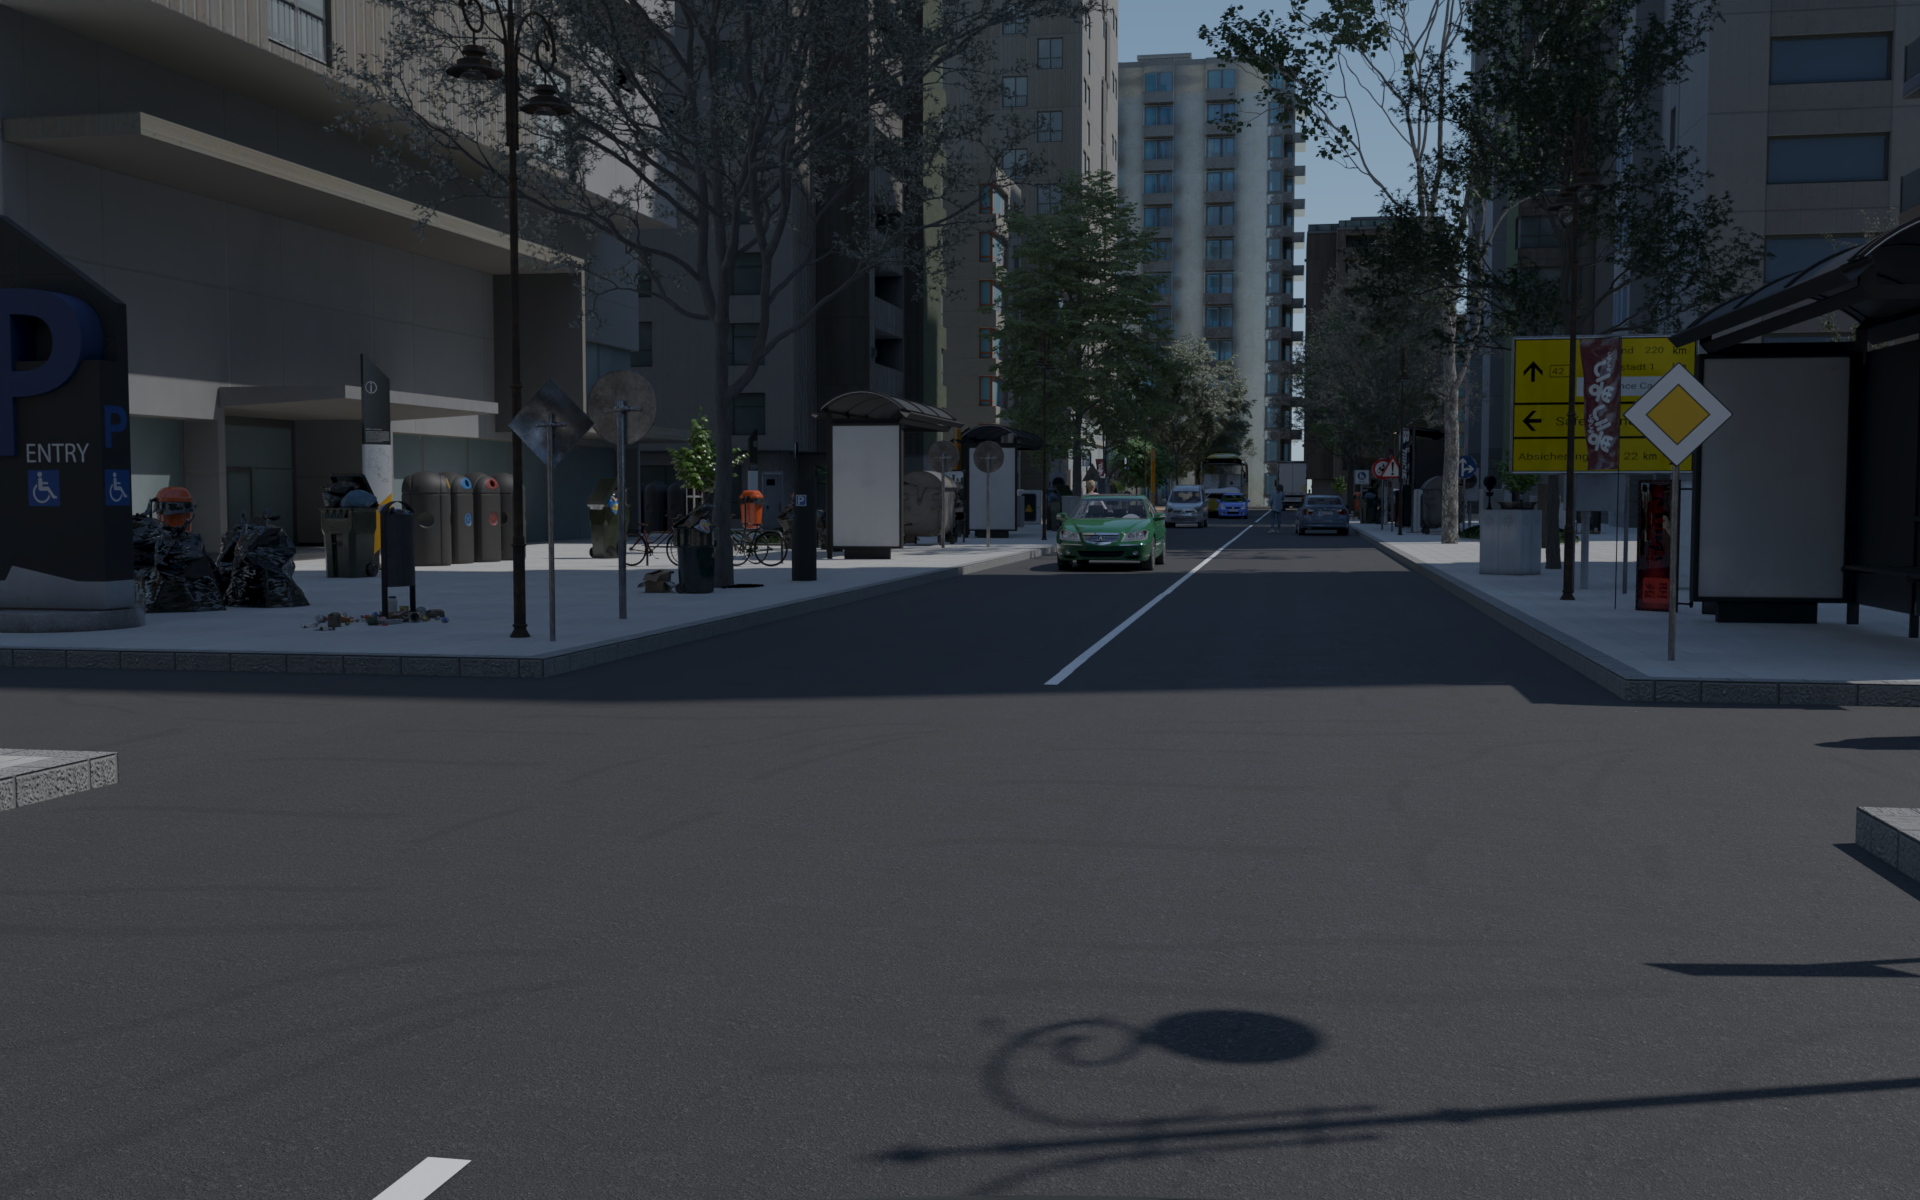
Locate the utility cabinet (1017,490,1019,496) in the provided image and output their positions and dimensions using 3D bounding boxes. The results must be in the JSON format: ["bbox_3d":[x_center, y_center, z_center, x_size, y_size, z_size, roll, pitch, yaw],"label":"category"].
[{"bbox_3d":[2.742,-4.842,87.840,1.173,1.500,0.318,3,4,37],"label":"utility cabinet"}]

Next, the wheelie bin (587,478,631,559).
[{"bbox_3d":[-7.017,-1.634,34.631,0.693,1.594,0.980,-3,5,-45],"label":"wheelie bin"}]

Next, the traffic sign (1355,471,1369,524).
[{"bbox_3d":[17.169,-4.398,74.043,0.606,2.300,0.079,1,4,15],"label":"traffic sign"}]

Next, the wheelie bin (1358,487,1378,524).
[{"bbox_3d":[17.711,-4.113,75.152,0.693,1.594,0.980,-2,4,-24],"label":"wheelie bin"}]

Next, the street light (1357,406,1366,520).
[{"bbox_3d":[20.008,-6.963,86.633,0.468,5.910,1.993,1,4,11],"label":"street light"}]

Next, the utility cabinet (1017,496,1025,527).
[{"bbox_3d":[2.078,-3.456,67.665,0.306,1.237,1.020,-3,5,-41],"label":"utility cabinet"}]

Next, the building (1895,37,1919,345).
[{"bbox_3d":[23.877,-22.903,24.571,14.200,45.320,14.600,1,4,11],"label":"building"}]

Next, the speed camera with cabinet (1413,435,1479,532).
[{"bbox_3d":[16.278,-3.893,57.991,2.038,3.252,0.660,0,4,4],"label":"speed camera with cabinet"}]

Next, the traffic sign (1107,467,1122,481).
[{"bbox_3d":[7.189,-4.948,81.009,0.768,2.556,0.104,1,4,17],"label":"traffic sign"}]

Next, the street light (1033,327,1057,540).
[{"bbox_3d":[2.351,-4.611,48.172,0.468,5.910,1.993,1,4,11],"label":"street light"}]

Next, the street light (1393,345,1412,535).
[{"bbox_3d":[13.719,-4.956,53.815,0.468,5.910,1.993,1,4,11],"label":"street light"}]

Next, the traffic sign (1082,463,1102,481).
[{"bbox_3d":[5.547,-4.450,72.760,0.884,2.594,0.081,1,4,19],"label":"traffic sign"}]

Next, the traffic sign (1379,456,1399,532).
[{"bbox_3d":[14.561,-3.566,58.316,0.884,2.594,0.081,1,4,20],"label":"traffic sign"}]

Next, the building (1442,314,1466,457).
[{"bbox_3d":[65.665,-20.785,184.874,28.899,21.520,27.650,1,4,11],"label":"building"}]

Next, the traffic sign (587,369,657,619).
[{"bbox_3d":[-3.467,-1.078,17.736,0.768,2.556,0.104,1,4,12],"label":"traffic sign"}]

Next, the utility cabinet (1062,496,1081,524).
[{"bbox_3d":[3.760,-2.881,58.263,0.306,1.237,1.020,2,4,27],"label":"utility cabinet"}]

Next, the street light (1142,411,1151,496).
[{"bbox_3d":[8.659,-6.618,80.987,0.468,5.910,1.993,1,4,11],"label":"street light"}]

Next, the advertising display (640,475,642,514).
[{"bbox_3d":[-10.565,-3.030,54.755,0.974,1.923,0.123,-1,4,-9],"label":"advertising display"}]

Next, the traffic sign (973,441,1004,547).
[{"bbox_3d":[0.678,-2.538,41.603,0.768,2.556,0.104,1,4,16],"label":"traffic sign"}]

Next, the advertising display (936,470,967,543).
[{"bbox_3d":[-0.239,-2.499,46.080,0.974,1.923,0.123,3,4,37],"label":"advertising display"}]

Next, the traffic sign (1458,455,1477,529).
[{"bbox_3d":[16.664,-3.494,57.234,0.768,2.556,0.104,1,4,18],"label":"traffic sign"}]

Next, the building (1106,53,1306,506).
[{"bbox_3d":[22.491,-34.970,191.359,30.456,49.044,23.786,1,4,11],"label":"building"}]

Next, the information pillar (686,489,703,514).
[{"bbox_3d":[-6.808,-2.442,44.422,0.304,2.012,0.304,3,5,39],"label":"information pillar"}]

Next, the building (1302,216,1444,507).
[{"bbox_3d":[43.462,-25.154,182.974,14.107,30.474,14.160,1,4,11],"label":"building"}]

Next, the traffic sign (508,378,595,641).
[{"bbox_3d":[-3.547,-0.697,15.031,0.795,2.450,0.064,1,4,11],"label":"traffic sign"}]

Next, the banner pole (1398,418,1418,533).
[{"bbox_3d":[14.813,-4.116,57.308,0.863,3.779,0.401,-2,4,-27],"label":"banner pole"}]

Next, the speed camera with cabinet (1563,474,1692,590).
[{"bbox_3d":[9.251,-1.774,23.337,2.038,3.252,0.660,0,4,5],"label":"speed camera with cabinet"}]

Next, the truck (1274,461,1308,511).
[{"bbox_3d":[28.879,-9.911,150.960,2.839,4.237,11.283,1,4,10],"label":"truck"}]

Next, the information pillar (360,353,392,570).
[{"bbox_3d":[-9.790,-2.305,29.040,0.183,3.616,0.504,3,5,45],"label":"information pillar"}]

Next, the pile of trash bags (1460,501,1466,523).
[{"bbox_3d":[21.768,-4.155,77.692,1.912,1.369,3.447,0,4,-3],"label":"pile of trash bags"}]

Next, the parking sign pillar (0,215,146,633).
[{"bbox_3d":[-8.643,-1.718,16.565,1.447,3.967,1.447,1,4,12],"label":"parking sign pillar"}]

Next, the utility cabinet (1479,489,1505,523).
[{"bbox_3d":[23.314,-4.113,75.924,1.173,1.500,0.318,-2,4,-25],"label":"utility cabinet"}]

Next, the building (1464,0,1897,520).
[{"bbox_3d":[43.779,-34.820,111.304,21.231,58.520,28.212,1,4,11],"label":"building"}]

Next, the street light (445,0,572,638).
[{"bbox_3d":[-3.945,-2.603,15.355,0.468,5.910,1.993,1,4,11],"label":"street light"}]

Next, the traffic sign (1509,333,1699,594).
[{"bbox_3d":[8.231,-1.734,22.227,2.265,3.308,0.079,1,4,12],"label":"traffic sign"}]

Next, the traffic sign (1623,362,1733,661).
[{"bbox_3d":[5.481,-0.590,13.290,0.795,2.450,0.064,1,4,11],"label":"traffic sign"}]

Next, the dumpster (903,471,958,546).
[{"bbox_3d":[-0.830,-2.302,43.395,1.264,1.857,1.865,1,4,11],"label":"dumpster"}]

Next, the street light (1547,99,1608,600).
[{"bbox_3d":[7.365,-2.938,20.816,0.468,5.910,1.993,1,4,11],"label":"street light"}]

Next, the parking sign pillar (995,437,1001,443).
[{"bbox_3d":[1.050,-5.090,71.686,1.447,3.967,1.447,-2,4,-30],"label":"parking sign pillar"}]

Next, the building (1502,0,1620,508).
[{"bbox_3d":[35.955,-19.563,91.556,14.160,30.474,14.107,1,4,11],"label":"building"}]

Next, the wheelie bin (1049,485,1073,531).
[{"bbox_3d":[3.484,-3.172,59.775,0.980,1.594,0.693,-3,4,-36],"label":"wheelie bin"}]

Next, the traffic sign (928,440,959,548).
[{"bbox_3d":[-0.401,-2.506,41.080,0.768,2.556,0.104,1,4,12],"label":"traffic sign"}]

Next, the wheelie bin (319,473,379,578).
[{"bbox_3d":[-9.386,-1.146,26.648,0.980,1.594,0.693,1,4,19],"label":"wheelie bin"}]

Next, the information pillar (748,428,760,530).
[{"bbox_3d":[-7.353,-4.293,61.551,0.183,3.616,0.504,2,4,31],"label":"information pillar"}]

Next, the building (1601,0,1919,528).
[{"bbox_3d":[35.934,-31.931,64.078,21.231,58.520,28.212,1,4,11],"label":"building"}]

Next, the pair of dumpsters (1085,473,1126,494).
[{"bbox_3d":[6.568,-4.647,78.469,1.574,2.255,4.437,1,4,11],"label":"pair of dumpsters"}]

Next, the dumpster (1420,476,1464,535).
[{"bbox_3d":[15.396,-3.029,55.284,1.264,1.857,1.865,1,4,11],"label":"dumpster"}]

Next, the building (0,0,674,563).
[{"bbox_3d":[-23.034,-27.507,38.984,28.713,52.752,27.495,1,4,11],"label":"building"}]

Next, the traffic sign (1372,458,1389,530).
[{"bbox_3d":[15.088,-3.775,61.827,0.768,2.556,0.104,1,4,12],"label":"traffic sign"}]

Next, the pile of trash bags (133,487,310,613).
[{"bbox_3d":[-8.999,-0.650,20.387,1.912,1.369,3.447,-2,4,-35],"label":"pile of trash bags"}]

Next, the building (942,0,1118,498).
[{"bbox_3d":[-1.054,-34.021,145.486,27.495,52.752,28.713,1,4,11],"label":"building"}]

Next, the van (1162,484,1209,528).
[{"bbox_3d":[9.753,-4.130,74.535,2.013,2.044,4.112,1,4,12],"label":"van"}]

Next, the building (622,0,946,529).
[{"bbox_3d":[-8.778,-18.202,69.312,14.160,30.474,14.107,1,4,11],"label":"building"}]

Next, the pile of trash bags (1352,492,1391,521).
[{"bbox_3d":[19.949,-4.486,83.098,1.912,1.369,3.447,-2,4,-23],"label":"pile of trash bags"}]

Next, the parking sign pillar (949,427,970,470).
[{"bbox_3d":[-0.210,-4.981,69.908,1.447,3.967,1.447,1,4,13],"label":"parking sign pillar"}]

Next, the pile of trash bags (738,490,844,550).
[{"bbox_3d":[-3.799,-1.924,41.213,3.447,1.369,1.912,2,4,27],"label":"pile of trash bags"}]

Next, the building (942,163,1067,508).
[{"bbox_3d":[-8.985,-16.047,107.416,27.650,21.520,28.899,1,4,11],"label":"building"}]

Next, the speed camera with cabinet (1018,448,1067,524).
[{"bbox_3d":[3.495,-4.825,73.220,2.038,3.252,0.660,0,4,7],"label":"speed camera with cabinet"}]

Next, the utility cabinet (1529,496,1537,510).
[{"bbox_3d":[19.724,-2.902,58.609,1.020,1.237,0.306,-2,4,-29],"label":"utility cabinet"}]
